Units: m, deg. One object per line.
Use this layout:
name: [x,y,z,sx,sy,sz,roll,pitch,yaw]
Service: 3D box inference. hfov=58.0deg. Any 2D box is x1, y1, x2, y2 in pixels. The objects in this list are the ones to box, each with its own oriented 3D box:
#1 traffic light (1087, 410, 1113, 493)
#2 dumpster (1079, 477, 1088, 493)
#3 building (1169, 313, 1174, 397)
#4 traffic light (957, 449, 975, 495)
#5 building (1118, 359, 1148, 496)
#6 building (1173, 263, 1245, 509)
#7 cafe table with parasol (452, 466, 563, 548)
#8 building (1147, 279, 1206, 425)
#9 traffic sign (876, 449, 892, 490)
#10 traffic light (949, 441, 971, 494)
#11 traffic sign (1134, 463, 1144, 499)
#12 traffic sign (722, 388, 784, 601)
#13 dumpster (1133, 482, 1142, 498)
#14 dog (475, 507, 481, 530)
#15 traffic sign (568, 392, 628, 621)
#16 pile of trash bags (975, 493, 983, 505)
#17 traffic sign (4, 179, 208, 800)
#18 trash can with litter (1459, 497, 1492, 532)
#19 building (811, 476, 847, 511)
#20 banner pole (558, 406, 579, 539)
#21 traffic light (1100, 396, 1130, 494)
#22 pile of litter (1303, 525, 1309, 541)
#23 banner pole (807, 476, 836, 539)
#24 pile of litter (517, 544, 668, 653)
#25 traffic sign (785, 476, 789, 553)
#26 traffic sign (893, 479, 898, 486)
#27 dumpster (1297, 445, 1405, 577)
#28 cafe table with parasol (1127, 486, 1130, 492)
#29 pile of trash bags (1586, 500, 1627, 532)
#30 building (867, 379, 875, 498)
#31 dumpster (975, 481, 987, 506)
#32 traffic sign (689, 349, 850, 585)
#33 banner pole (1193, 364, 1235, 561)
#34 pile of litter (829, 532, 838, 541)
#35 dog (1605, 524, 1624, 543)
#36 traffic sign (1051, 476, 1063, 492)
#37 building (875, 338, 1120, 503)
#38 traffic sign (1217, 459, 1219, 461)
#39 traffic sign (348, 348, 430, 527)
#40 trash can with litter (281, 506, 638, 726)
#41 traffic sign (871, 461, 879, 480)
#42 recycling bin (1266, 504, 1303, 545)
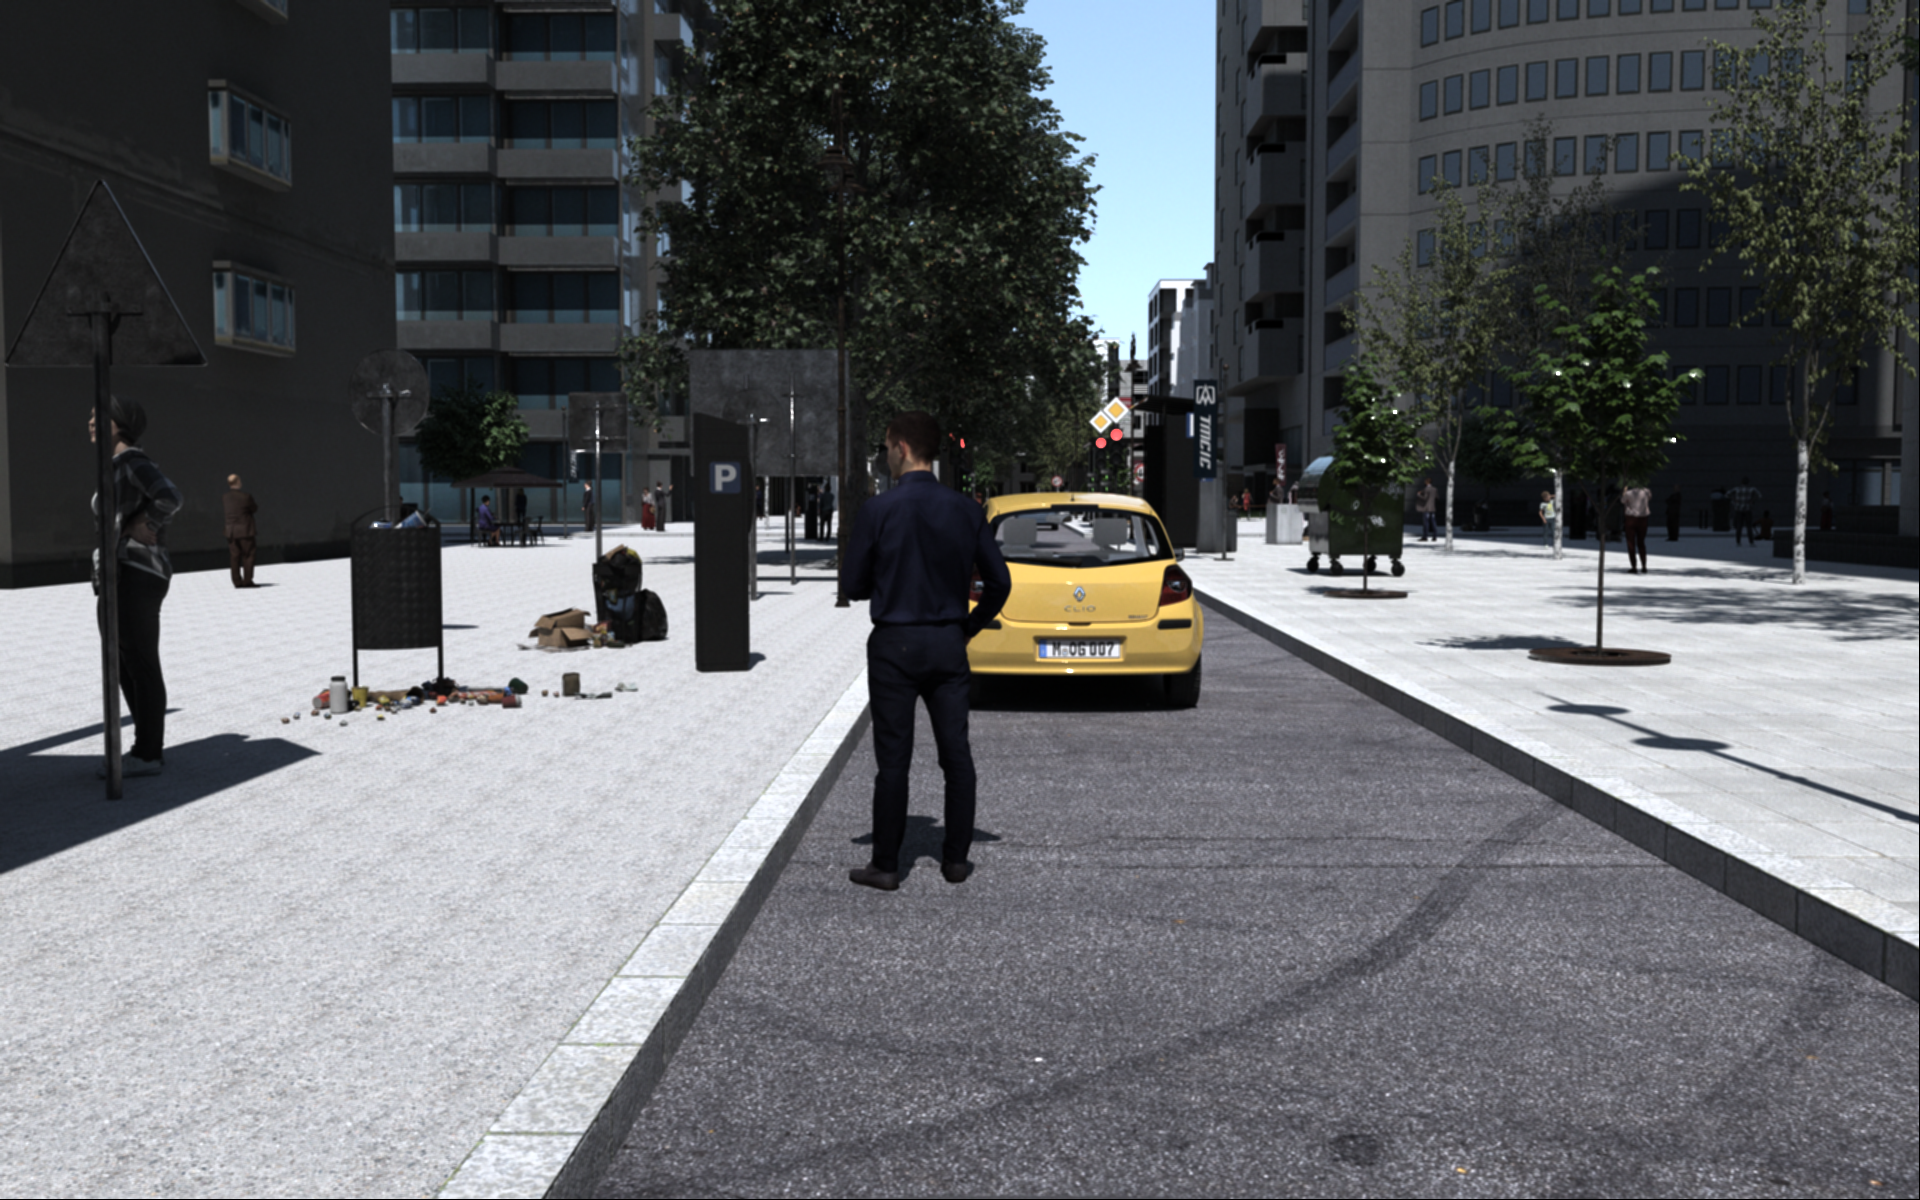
traffic light: [4.675,-4.218,57.889,0.839,4.253,0.868,0,4,1]
dumpster: [6.290,-4.745,80.073,1.502,2.255,1.985,0,4,1]
building: [27.407,-18.480,158.574,16.016,20.091,11.380,0,4,1]
traffic light: [0.095,-4.225,57.992,0.839,4.253,0.868,0,4,1]
building: [36.891,-22.562,235.344,31.486,18.905,16.747,0,4,1]
building: [26.915,-17.777,147.075,16.016,20.091,11.380,0,4,1]
cafe table with parasol: [-10.938,-2.265,41.901,2.610,1.966,2.610,1,4,10]
building: [33.341,-20.598,180.759,27.936,21.610,32.646,0,4,1]
traffic sign: [-2.025,-3.007,49.263,0.768,2.556,0.104,0,4,7]
traffic light: [-0.113,-3.736,50.010,0.839,4.253,0.868,0,4,1]
traffic sign: [7.605,-4.392,71.907,0.768,2.556,0.104,0,4,7]
traffic sign: [-2.490,-1.266,20.799,0.768,2.556,0.104,0,4,7]
dumpster: [8.415,-4.407,77.812,1.264,1.857,1.865,0,4,2]
dog: [-16.849,-2.870,61.308,0.513,0.831,0.800,-2,4,-29]
traffic sign: [-3.634,-0.935,17.424,0.606,2.300,0.079,0,4,5]
pile of trash bags: [0.744,-6.846,121.682,1.912,1.369,3.447,-2,4,-24]
traffic sign: [-3.557,-0.441,7.210,0.884,2.594,0.081,0,4,6]
trash can with litter: [17.556,-2.914,59.031,1.055,1.170,0.624,3,5,40]
building: [-13.511,-12.605,148.239,9.099,9.664,28.070,0,4,1]
banner pole: [-11.059,-3.614,49.110,0.863,3.779,0.401,3,4,37]
traffic light: [4.467,-3.730,49.906,0.839,4.253,0.868,0,4,1]
pile of litter: [10.119,-2.065,47.735,1.719,0.858,1.176,1,4,16]
banner pole: [-3.979,-3.640,49.525,0.863,3.779,0.401,-1,4,-12]
pile of litter: [-3.180,-0.056,14.880,1.176,0.858,1.719,2,4,32]
traffic sign: [-3.737,-2.281,37.399,0.768,2.556,0.104,0,4,5]
traffic sign: [-2.298,-3.724,63.022,0.606,2.300,0.079,0,4,8]
dumpster: [6.280,-1.536,27.607,1.502,2.255,1.985,0,4,2]
cafe table with parasol: [11.348,-6.569,112.261,2.610,1.966,2.610,-2,4,-35]
pile of trash bags: [22.203,-2.983,58.518,1.912,1.369,3.447,0,4,2]
building: [-16.682,-19.754,179.403,16.016,20.091,11.380,0,4,1]
dumpster: [1.224,-7.494,125.022,1.502,2.255,1.985,0,4,2]
traffic sign: [-2.683,-1.867,24.402,2.265,3.308,0.079,0,4,2]
banner pole: [4.886,-2.654,33.415,0.863,3.779,0.401,0,4,-6]
pile of litter: [-2.942,-2.097,48.246,1.719,0.858,1.176,0,4,-6]
dog: [17.183,-1.756,45.539,0.406,0.507,0.540,3,4,36]
traffic sign: [6.706,-7.321,119.802,0.768,2.556,0.104,0,4,6]
building: [4.969,-24.294,241.174,32.646,21.610,27.936,0,4,1]
traffic sign: [7.218,-3.106,50.508,0.795,2.593,0.064,1,4,8]
traffic sign: [-4.982,-0.917,15.105,0.768,2.556,0.104,1,4,11]
trash can with litter: [-3.035,0.026,10.638,2.233,1.210,1.678,-2,4,-25]
traffic sign: [-2.908,-3.889,63.686,0.768,2.556,0.104,0,4,5]
recycling bin: [8.276,-1.936,44.201,0.722,1.027,0.722,-1,4,-15]
